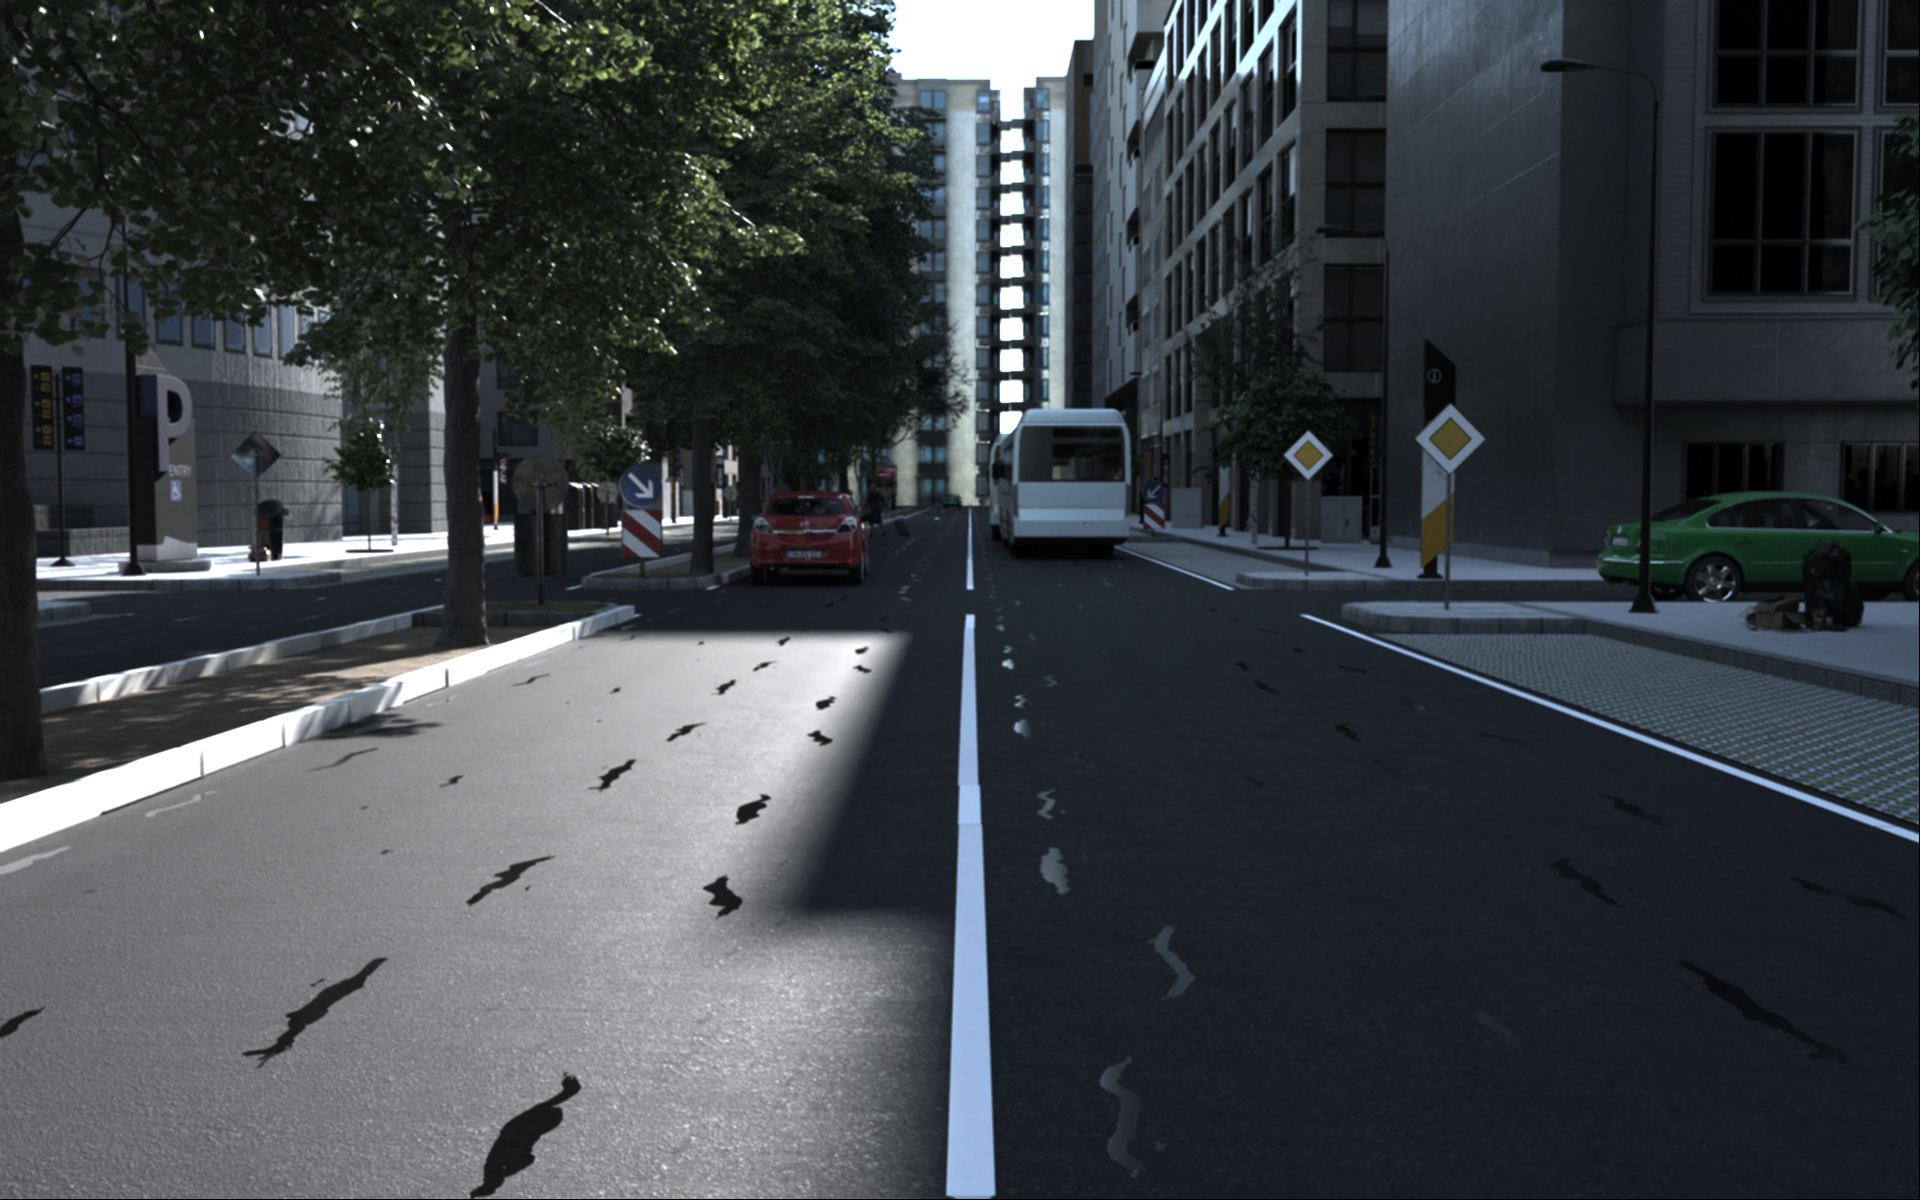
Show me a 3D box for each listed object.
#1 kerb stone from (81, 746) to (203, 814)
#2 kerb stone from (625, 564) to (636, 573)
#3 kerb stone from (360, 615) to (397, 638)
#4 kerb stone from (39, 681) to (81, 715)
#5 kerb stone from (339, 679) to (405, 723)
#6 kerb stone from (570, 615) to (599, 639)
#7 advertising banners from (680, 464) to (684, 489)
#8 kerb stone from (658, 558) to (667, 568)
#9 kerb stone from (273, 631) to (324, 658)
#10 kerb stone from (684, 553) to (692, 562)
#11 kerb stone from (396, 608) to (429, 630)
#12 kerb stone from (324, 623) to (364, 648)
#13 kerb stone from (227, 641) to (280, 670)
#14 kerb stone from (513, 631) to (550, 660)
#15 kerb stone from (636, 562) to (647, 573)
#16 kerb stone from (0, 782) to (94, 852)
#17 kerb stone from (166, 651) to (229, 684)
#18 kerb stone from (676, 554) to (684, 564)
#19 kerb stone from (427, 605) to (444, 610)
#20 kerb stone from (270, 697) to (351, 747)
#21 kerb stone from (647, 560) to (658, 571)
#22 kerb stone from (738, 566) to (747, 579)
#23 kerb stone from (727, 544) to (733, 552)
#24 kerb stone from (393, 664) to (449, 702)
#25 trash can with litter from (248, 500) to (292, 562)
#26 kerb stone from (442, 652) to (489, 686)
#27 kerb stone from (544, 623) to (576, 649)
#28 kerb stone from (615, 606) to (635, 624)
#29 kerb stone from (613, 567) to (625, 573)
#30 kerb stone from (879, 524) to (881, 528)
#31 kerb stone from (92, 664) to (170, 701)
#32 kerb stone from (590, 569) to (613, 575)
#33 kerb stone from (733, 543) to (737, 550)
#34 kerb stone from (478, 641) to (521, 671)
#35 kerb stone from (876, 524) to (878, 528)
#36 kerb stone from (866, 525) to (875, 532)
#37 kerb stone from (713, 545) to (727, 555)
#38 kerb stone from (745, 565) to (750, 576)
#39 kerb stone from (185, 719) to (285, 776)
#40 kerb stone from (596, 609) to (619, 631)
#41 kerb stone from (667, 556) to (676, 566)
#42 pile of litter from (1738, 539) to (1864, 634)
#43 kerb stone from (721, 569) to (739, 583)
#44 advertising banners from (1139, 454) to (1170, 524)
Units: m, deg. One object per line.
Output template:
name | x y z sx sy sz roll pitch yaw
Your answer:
kerb stone | -3.901 0.853 8.248 0.120 0.150 1.000 0 4 0
kerb stone | -5.876 -0.496 30.350 0.120 0.150 1.000 0 4 0
kerb stone | -5.944 0.289 17.523 0.120 0.150 1.000 0 4 0
kerb stone | -5.982 0.663 11.372 0.120 0.150 1.000 0 4 0
kerb stone | -3.873 0.664 11.335 0.120 0.150 1.000 0 4 0
kerb stone | -3.836 0.290 17.487 0.120 0.150 1.000 0 4 0
advertising banners | -15.833 -6.370 100.336 0.090 3.025 2.074 -2 4 -28
kerb stone | -5.855 -0.686 33.418 0.120 0.150 1.000 0 4 0
kerb stone | -5.954 0.411 15.479 0.120 0.150 1.000 0 4 0
kerb stone | -5.833 -0.874 36.491 0.120 0.150 1.000 0 4 0
kerb stone | -5.933 0.223 18.544 0.120 0.150 1.000 0 4 0
kerb stone | -5.944 0.355 16.501 0.120 0.150 1.000 0 4 0
kerb stone | -5.957 0.482 14.454 0.120 0.150 1.000 0 4 0
kerb stone | -3.854 0.414 15.433 0.120 0.150 1.000 0 4 0
kerb stone | -5.861 -0.561 31.372 0.120 0.150 1.000 0 4 0
kerb stone | -3.900 0.916 7.222 0.120 0.150 1.000 0 4 0
kerb stone | -5.967 0.540 13.432 0.120 0.150 1.000 0 4 0
kerb stone | -5.837 -0.811 35.462 0.120 0.150 1.000 0 4 0
kerb stone | -5.936 0.161 19.578 0.120 0.150 1.000 0 4 0
kerb stone | -3.881 0.727 10.313 0.120 0.150 1.000 0 4 0
kerb stone | -5.852 -0.624 32.395 0.120 0.150 1.000 0 4 0
kerb stone | -3.774 -0.435 29.308 0.120 0.150 1.000 0 4 0
kerb stone | -5.792 -1.248 42.648 0.120 0.150 1.000 0 4 0
kerb stone | -3.880 0.601 12.362 0.120 0.150 1.000 0 4 0
trash can with litter | -13.248 -1.334 33.190 0.624 1.170 1.055 0 4 -5
kerb stone | -3.863 0.539 13.389 0.120 0.150 1.000 0 4 0
kerb stone | -3.850 0.351 16.463 0.120 0.150 1.000 0 4 0
kerb stone | -3.827 0.170 19.533 0.120 0.150 1.000 0 4 0
kerb stone | -5.876 -0.431 29.328 0.120 0.150 1.000 0 4 0
kerb stone | -3.517 -3.132 73.413 0.120 0.150 1.000 0 4 0
kerb stone | -5.972 0.599 12.410 0.120 0.150 1.000 0 4 0
kerb stone | -5.877 -0.374 28.303 0.120 0.150 1.000 0 4 0
kerb stone | -5.798 -1.308 43.670 0.120 0.150 1.000 0 4 0
kerb stone | -3.862 0.476 14.411 0.120 0.150 1.000 0 4 0
kerb stone | -3.537 -2.945 70.339 0.120 0.150 1.000 0 4 0
kerb stone | -3.548 -2.819 68.288 0.120 0.150 1.000 0 4 0
kerb stone | -5.799 -1.188 41.625 0.120 0.150 1.000 0 4 0
kerb stone | -3.768 -0.498 30.332 0.120 0.150 1.000 0 4 0
kerb stone | -3.891 0.790 9.280 0.120 0.150 1.000 0 4 0
kerb stone | -3.839 0.233 18.510 0.120 0.150 1.000 0 4 0
kerb stone | -5.844 -0.748 34.440 0.120 0.150 1.000 0 4 0
pile of litter | 8.075 -0.167 16.696 1.719 0.858 1.176 -3 4 -36
kerb stone | -3.778 -0.372 28.285 0.120 0.150 1.000 0 4 0
advertising banners | 8.381 -4.788 74.474 2.074 3.025 0.090 -3 5 -44
